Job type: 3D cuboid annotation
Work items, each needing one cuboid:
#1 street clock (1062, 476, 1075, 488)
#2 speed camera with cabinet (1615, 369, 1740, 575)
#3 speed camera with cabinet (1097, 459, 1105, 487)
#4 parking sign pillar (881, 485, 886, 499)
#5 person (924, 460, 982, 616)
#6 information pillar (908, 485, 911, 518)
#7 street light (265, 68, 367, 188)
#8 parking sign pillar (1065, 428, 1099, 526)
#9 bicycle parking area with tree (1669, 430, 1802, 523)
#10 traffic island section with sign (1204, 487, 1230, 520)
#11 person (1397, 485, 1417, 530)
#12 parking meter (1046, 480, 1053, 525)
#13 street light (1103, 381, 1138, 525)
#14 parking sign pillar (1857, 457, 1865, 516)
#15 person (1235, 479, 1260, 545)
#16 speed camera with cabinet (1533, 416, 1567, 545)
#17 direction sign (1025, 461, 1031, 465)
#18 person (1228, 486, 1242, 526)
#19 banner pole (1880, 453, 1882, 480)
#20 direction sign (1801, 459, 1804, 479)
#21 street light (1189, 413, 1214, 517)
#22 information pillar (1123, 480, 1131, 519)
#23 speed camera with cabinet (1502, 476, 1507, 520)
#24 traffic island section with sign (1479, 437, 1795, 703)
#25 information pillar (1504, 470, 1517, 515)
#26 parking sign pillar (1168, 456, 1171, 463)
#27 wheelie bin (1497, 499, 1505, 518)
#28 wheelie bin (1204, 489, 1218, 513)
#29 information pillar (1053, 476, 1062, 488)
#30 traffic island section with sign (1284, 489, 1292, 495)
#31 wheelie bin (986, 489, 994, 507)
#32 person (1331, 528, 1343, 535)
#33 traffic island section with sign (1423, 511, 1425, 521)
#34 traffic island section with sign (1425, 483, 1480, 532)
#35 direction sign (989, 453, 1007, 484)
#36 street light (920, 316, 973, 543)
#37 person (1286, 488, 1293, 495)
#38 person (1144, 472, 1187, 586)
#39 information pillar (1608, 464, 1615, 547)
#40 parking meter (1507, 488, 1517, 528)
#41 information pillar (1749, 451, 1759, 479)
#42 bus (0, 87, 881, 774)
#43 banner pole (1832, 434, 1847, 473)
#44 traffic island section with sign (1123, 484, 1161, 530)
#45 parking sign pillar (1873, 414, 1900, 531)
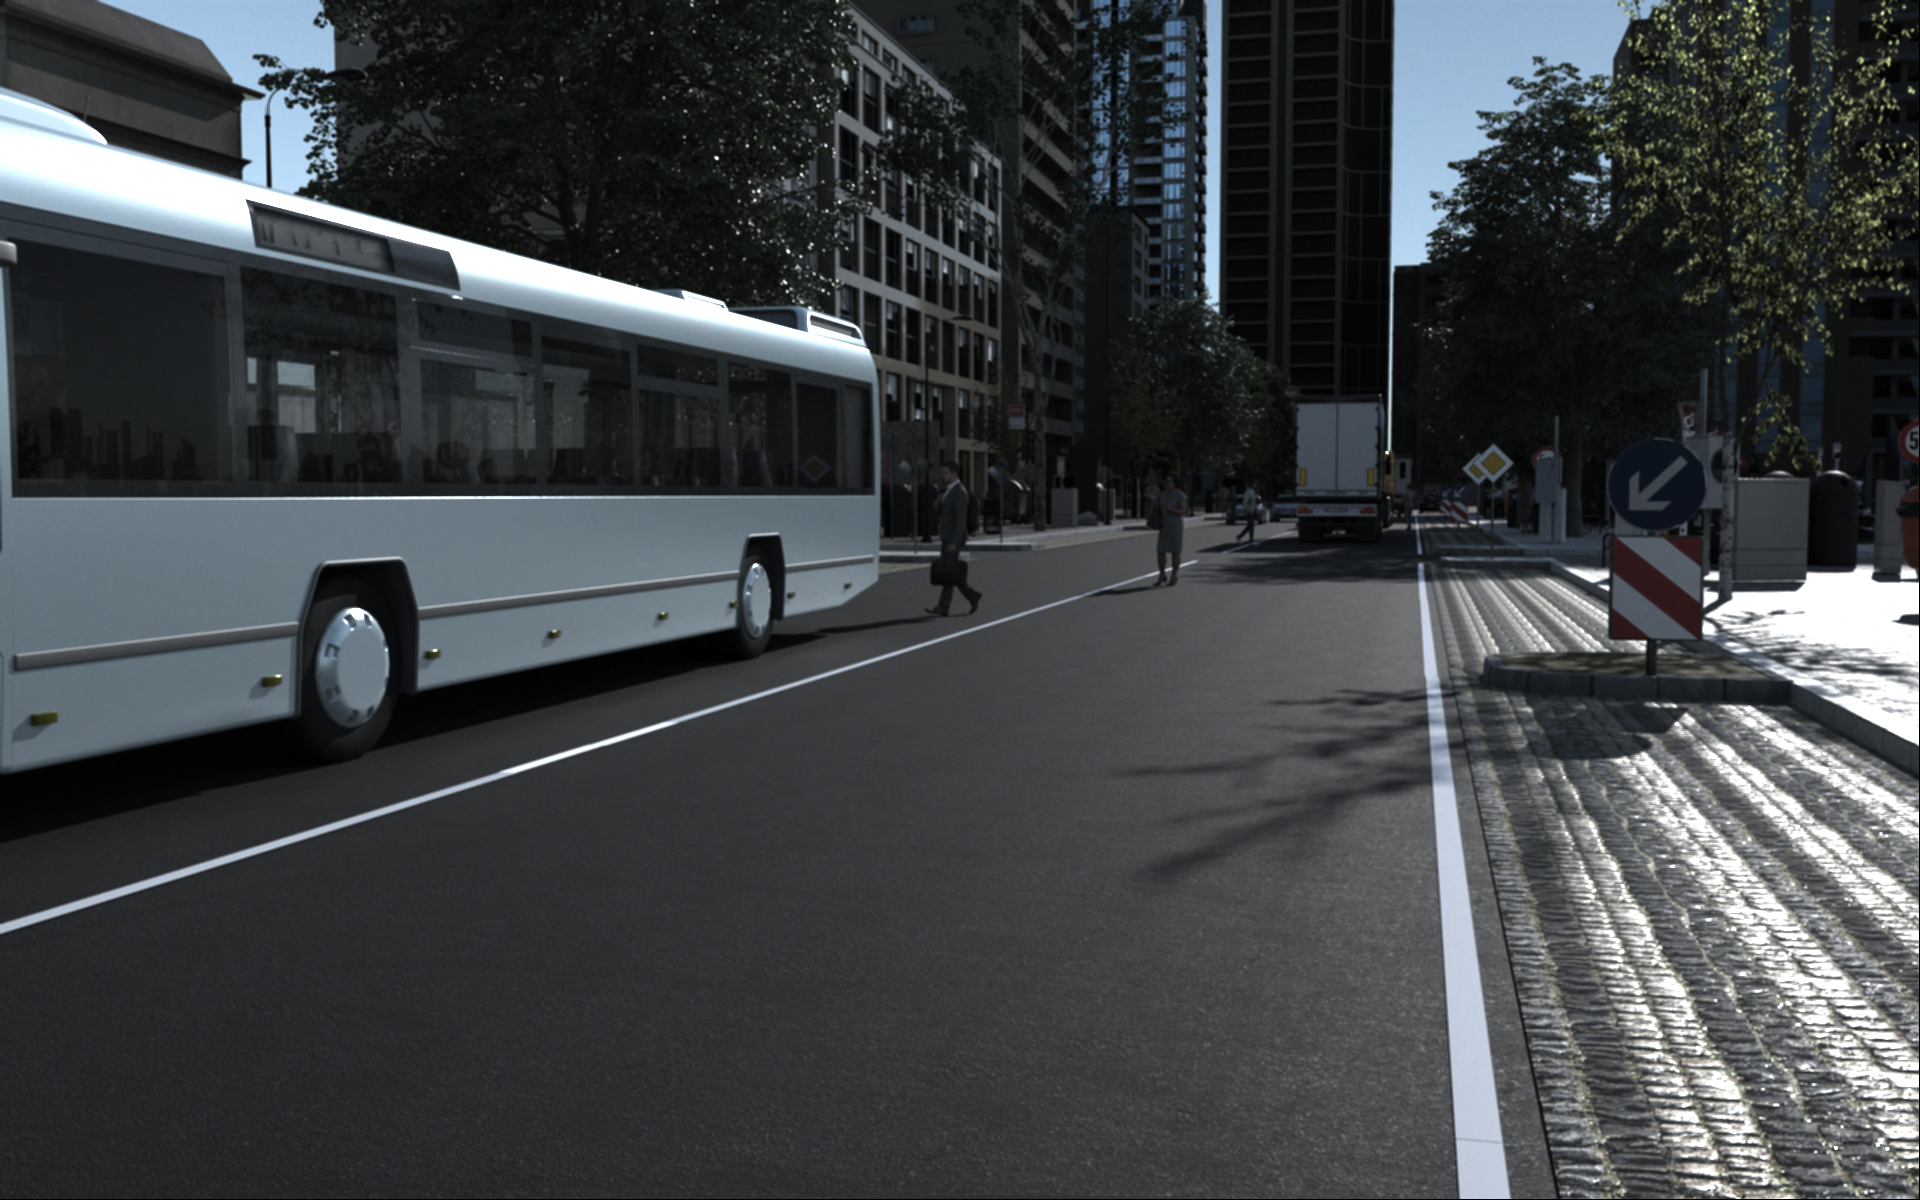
[{"bbox_3d":[4.279,-3.900,68.330,0.471,2.002,0.358,0,4,-8],"label":"street clock"},{"bbox_3d":[11.191,-1.997,26.985,2.038,3.252,0.660,-2,4,-24],"label":"speed camera with cabinet"},{"bbox_3d":[7.221,-6.375,98.567,2.038,3.252,0.660,2,4,30],"label":"speed camera with cabinet"},{"bbox_3d":[-3.051,-5.391,76.608,1.447,3.967,1.447,2,4,35],"label":"parking sign pillar"},{"bbox_3d":[-0.050,-0.732,20.436,0.822,1.834,0.622,-2,4,-25],"label":"person"},{"bbox_3d":[-2.426,-5.595,82.826,0.183,3.616,0.504,0,4,5],"label":"information pillar"},{"bbox_3d":[-7.140,-2.852,19.174,1.470,5.913,1.316,1,4,15],"label":"street light"},{"bbox_3d":[4.909,-4.997,70.174,1.447,3.967,1.447,-2,4,-33],"label":"parking sign pillar"},{"bbox_3d":[35.053,-5.595,78.478,8.231,4.147,9.016,2,4,25],"label":"bicycle parking area with tree"},{"bbox_3d":[14.454,-5.270,94.791,1.989,1.847,2.006,1,4,15],"label":"traffic island section with sign"},{"bbox_3d":[17.978,-3.725,69.519,0.709,1.813,0.853,-1,4,-21],"label":"person"},{"bbox_3d":[3.746,-4.028,71.571,0.255,1.863,0.399,-1,4,-16],"label":"parking meter"},{"bbox_3d":[6.664,-6.062,71.662,1.470,5.913,1.316,1,4,15],"label":"street light"},{"bbox_3d":[47.985,-6.324,91.866,1.447,3.967,1.447,3,5,42],"label":"parking sign pillar"},{"bbox_3d":[8.051,-2.456,48.509,0.795,1.843,0.661,2,4,29],"label":"person"},{"bbox_3d":[15.226,-3.077,44.638,0.660,3.252,2.038,2,4,25],"label":"speed camera with cabinet"},{"bbox_3d":[4.836,-7.767,118.990,0.876,3.537,0.379,3,5,41],"label":"direction sign"},{"bbox_3d":[12.438,-4.264,78.397,0.590,1.801,0.661,0,4,-2],"label":"person"},{"bbox_3d":[56.012,-7.060,105.449,0.401,3.779,0.863,2,4,29],"label":"banner pole"},{"bbox_3d":[48.175,-6.552,99.121,0.379,3.537,0.876,1,4,21],"label":"direction sign"},{"bbox_3d":[13.804,-7.728,98.887,1.470,5.913,1.316,1,4,15],"label":"street light"},{"bbox_3d":[8.737,-5.256,90.425,0.304,2.012,0.304,-3,4,-36],"label":"information pillar"},{"bbox_3d":[27.393,-5.488,84.067,2.038,3.252,0.660,1,4,10],"label":"speed camera with cabinet"},{"bbox_3d":[4.987,-0.265,12.967,1.989,1.847,2.006,1,4,15],"label":"traffic island section with sign"},{"bbox_3d":[21.315,-4.623,66.947,0.504,3.616,0.183,-1,4,-12],"label":"information pillar"},{"bbox_3d":[13.491,-7.643,113.440,1.447,3.967,1.447,1,4,19],"label":"parking sign pillar"},{"bbox_3d":[29.026,-5.184,92.666,0.980,1.594,0.693,0,4,-4],"label":"wheelie bin"},{"bbox_3d":[16.772,-6.612,116.006,0.980,1.594,0.693,1,4,21],"label":"wheelie bin"},{"bbox_3d":[3.854,-3.931,68.760,0.304,2.012,0.304,0,4,-8],"label":"information pillar"},{"bbox_3d":[27.221,-8.249,143.495,1.989,1.847,2.006,1,4,15],"label":"traffic island section with sign"},{"bbox_3d":[1.894,-5.587,99.250,0.980,1.594,0.693,3,5,43],"label":"wheelie bin"},{"bbox_3d":[13.304,-3.239,61.437,0.573,1.828,0.580,2,4,35],"label":"person"},{"bbox_3d":[25.672,-5.095,91.931,1.989,1.847,2.006,1,4,15],"label":"traffic island section with sign"},{"bbox_3d":[18.819,-3.494,65.755,1.989,1.847,2.006,1,4,15],"label":"traffic island section with sign"},{"bbox_3d":[2.173,-6.305,95.089,0.876,3.537,0.379,-1,4,-16],"label":"direction sign"},{"bbox_3d":[-0.349,-4.452,45.336,1.470,5.913,1.316,1,4,15],"label":"street light"},{"bbox_3d":[21.658,-6.479,114.214,0.659,1.850,0.755,0,4,-6],"label":"person"},{"bbox_3d":[3.175,-1.115,27.087,0.716,1.782,0.532,3,5,44],"label":"person"},{"bbox_3d":[15.989,-2.301,42.106,0.304,2.012,0.304,-3,4,-36],"label":"information pillar"},{"bbox_3d":[21.037,-3.518,65.931,0.372,1.533,0.369,0,3,0],"label":"parking meter"},{"bbox_3d":[42.630,-6.221,93.068,0.504,3.616,0.183,1,4,11],"label":"information pillar"},{"bbox_3d":[-3.719,-1.062,12.222,2.948,3.499,13.247,1,4,14],"label":"bus"},{"bbox_3d":[36.746,-5.037,72.368,0.863,3.779,0.401,-1,4,-17],"label":"banner pole"},{"bbox_3d":[7.620,-3.675,68.713,1.989,1.847,2.006,1,4,15],"label":"traffic island section with sign"},{"bbox_3d":[31.995,-4.317,59.057,1.447,3.967,1.447,-3,5,-42],"label":"parking sign pillar"}]
